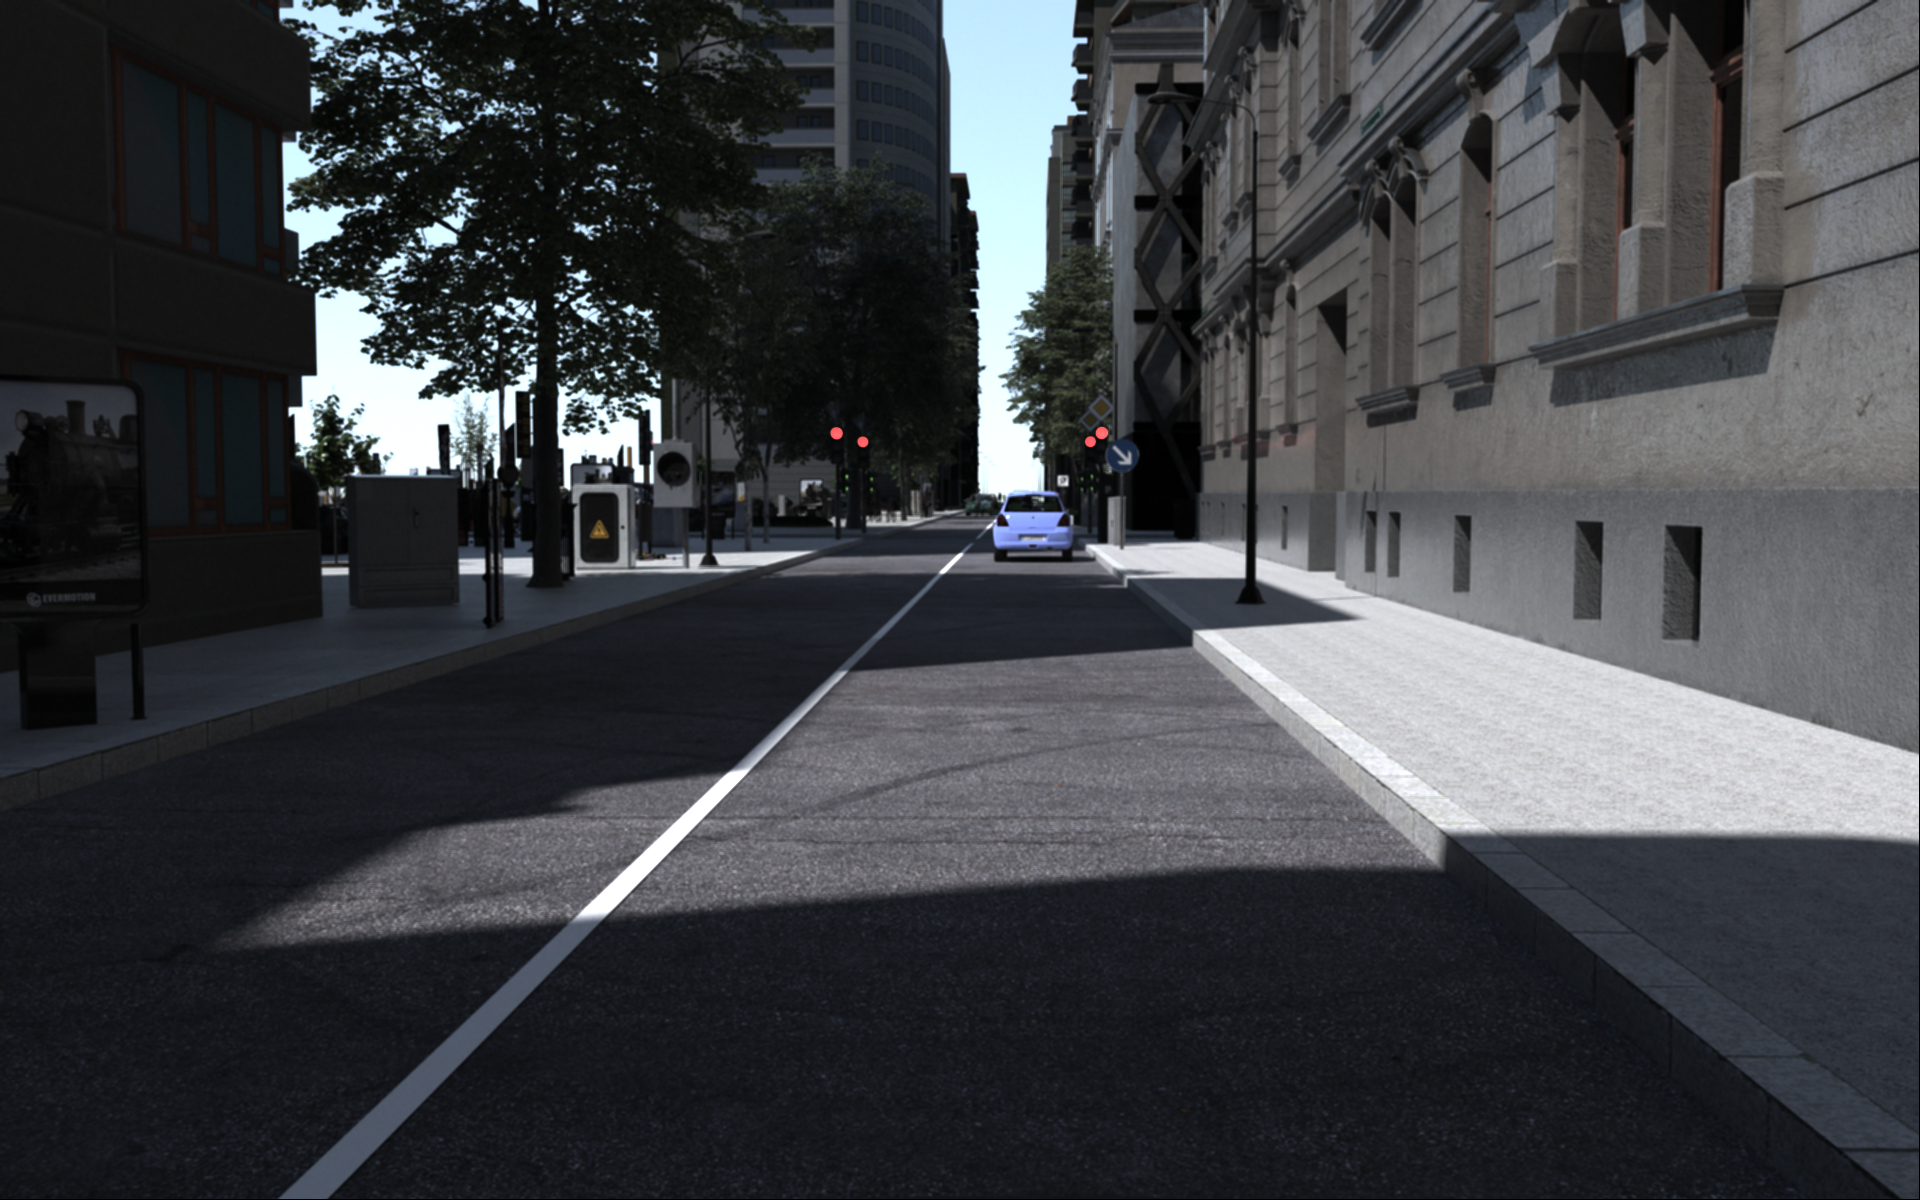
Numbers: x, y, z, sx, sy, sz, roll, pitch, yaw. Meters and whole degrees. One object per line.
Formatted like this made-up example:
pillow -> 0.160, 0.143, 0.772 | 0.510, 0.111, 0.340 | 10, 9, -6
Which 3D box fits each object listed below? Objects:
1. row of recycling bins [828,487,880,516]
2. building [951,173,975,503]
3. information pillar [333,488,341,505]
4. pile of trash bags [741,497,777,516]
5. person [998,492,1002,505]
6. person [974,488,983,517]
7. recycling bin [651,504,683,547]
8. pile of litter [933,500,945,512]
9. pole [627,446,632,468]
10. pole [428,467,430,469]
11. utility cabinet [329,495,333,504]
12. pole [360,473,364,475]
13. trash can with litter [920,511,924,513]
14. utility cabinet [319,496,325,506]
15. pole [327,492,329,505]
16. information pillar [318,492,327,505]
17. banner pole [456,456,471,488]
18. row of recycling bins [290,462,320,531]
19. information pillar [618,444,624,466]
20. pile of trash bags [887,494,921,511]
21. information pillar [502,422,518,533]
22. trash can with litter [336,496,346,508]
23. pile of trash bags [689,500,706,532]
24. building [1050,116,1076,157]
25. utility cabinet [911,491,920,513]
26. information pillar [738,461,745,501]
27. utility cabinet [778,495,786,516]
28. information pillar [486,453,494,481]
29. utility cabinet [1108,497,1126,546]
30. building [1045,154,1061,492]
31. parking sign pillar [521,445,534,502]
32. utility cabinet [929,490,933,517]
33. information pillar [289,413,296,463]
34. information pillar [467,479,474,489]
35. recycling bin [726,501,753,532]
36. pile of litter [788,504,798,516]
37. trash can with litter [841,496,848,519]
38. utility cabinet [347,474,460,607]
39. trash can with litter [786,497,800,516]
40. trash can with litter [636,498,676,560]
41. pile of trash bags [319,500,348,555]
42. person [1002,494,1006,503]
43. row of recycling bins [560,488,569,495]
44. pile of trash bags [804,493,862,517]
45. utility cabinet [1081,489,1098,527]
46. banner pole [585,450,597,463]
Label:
row of recycling bins -> -6.232, -5.806, 102.045 | 3.534, 1.692, 1.069 | -3, 4, -37
building -> -9.794, -35.233, 230.678 | 22.147, 44.769, 28.867 | 0, 4, 2
information pillar -> -36.602, -6.750, 101.710 | 0.183, 3.616, 0.504 | 3, 4, 39
pile of trash bags -> -12.478, -5.576, 100.919 | 3.447, 1.369, 1.912 | -2, 4, -33
person -> 5.348, -13.606, 231.876 | 0.541, 1.710, 0.530 | -1, 4, -16
person -> 1.178, -6.077, 108.092 | 0.641, 1.798, 0.478 | 0, 4, -5
recycling bin -> -7.156, -1.809, 42.124 | 0.722, 1.027, 0.722 | 1, 4, 9
pile of litter -> -1.836, -6.903, 126.830 | 1.719, 0.858, 1.176 | -2, 4, -24
pole -> -14.146, -4.916, 74.213 | 0.158, 3.312, 0.155 | 0, 3, 0
pole -> -39.424, -8.246, 128.662 | 0.158, 3.312, 0.155 | 0, 3, 0
utility cabinet -> -47.306, -7.300, 130.521 | 1.020, 1.237, 0.306 | 2, 4, 25
pole -> -29.562, -5.616, 85.660 | 0.158, 3.312, 0.155 | 0, 3, 0
trash can with litter -> -3.084, -6.552, 118.177 | 2.233, 1.210, 1.678 | -2, 4, -24
utility cabinet -> -27.934, -3.929, 75.408 | 0.306, 1.237, 1.020 | -3, 4, -36
pole -> -39.182, -6.930, 107.148 | 0.158, 3.312, 0.155 | 0, 3, 0
information pillar -> -34.290, -6.218, 93.025 | 0.504, 3.616, 0.183 | -1, 4, -9
banner pole -> -32.308, -7.536, 113.226 | 0.863, 3.779, 0.401 | 1, 4, 17
row of recycling bins -> -9.913, -0.908, 21.957 | 3.534, 1.692, 1.069 | 0, 4, -3
information pillar -> -15.829, -5.480, 80.952 | 0.183, 3.616, 0.504 | 1, 4, 11
pile of trash bags -> -3.911, -7.310, 129.272 | 3.447, 1.369, 1.912 | 2, 4, 30
information pillar -> -14.692, -3.981, 56.438 | 0.504, 3.616, 0.183 | -3, 5, -44
trash can with litter -> -28.764, -4.215, 79.979 | 2.233, 1.210, 1.678 | 2, 4, 29
pile of trash bags -> -10.516, -3.315, 63.956 | 3.447, 1.369, 1.912 | 3, 4, 37
building -> 24.904, -44.876, 275.715 | 21.231, 58.520, 28.212 | 0, 4, 2
utility cabinet -> -3.206, -6.416, 113.579 | 1.173, 1.500, 0.318 | 1, 4, 15
information pillar -> -15.555, -8.059, 123.114 | 0.504, 3.616, 0.183 | -1, 4, -17
utility cabinet -> -8.706, -4.512, 84.927 | 0.306, 1.237, 1.020 | 0, 4, -1
information pillar -> -26.433, -6.516, 97.894 | 0.183, 3.616, 0.504 | 0, 4, 1
utility cabinet -> 3.916, -1.972, 43.411 | 0.306, 1.237, 1.020 | 0, 4, -4
building -> 22.518, -37.480, 236.498 | 21.300, 48.544, 21.600 | 0, 4, 2
parking sign pillar -> -22.727, -6.320, 91.796 | 1.447, 3.967, 1.447 | 3, 5, 44
utility cabinet -> -1.740, -5.347, 96.106 | 0.318, 1.500, 1.173 | 1, 4, 10
information pillar -> -19.507, -3.605, 50.292 | 0.504, 3.616, 0.183 | 0, 4, 5
information pillar -> -23.452, -4.805, 83.057 | 0.304, 2.012, 0.304 | -1, 4, -22
recycling bin -> -7.515, -2.837, 58.941 | 0.722, 1.027, 0.722 | -2, 4, -27
pile of litter -> -7.667, -3.854, 76.972 | 1.176, 0.858, 1.719 | 1, 4, 10
trash can with litter -> -5.836, -4.769, 89.366 | 0.624, 1.170, 1.055 | -2, 4, -35
utility cabinet -> -6.351, -0.680, 19.794 | 1.173, 1.500, 0.318 | -3, 4, -38
trash can with litter -> -8.541, -4.680, 87.907 | 1.055, 1.170, 0.624 | -1, 4, -19
trash can with litter -> -6.394, -1.394, 33.844 | 1.678, 1.210, 2.233 | 1, 4, 10
pile of trash bags -> -13.971, -1.658, 36.865 | 1.912, 1.369, 3.447 | 3, 5, 40
person -> 6.985, -15.945, 272.457 | 1.065, 1.426, 0.557 | 3, 5, 43
row of recycling bins -> -24.392, -6.403, 111.796 | 3.534, 1.692, 1.069 | 1, 4, 19
pile of trash bags -> -7.170, -5.398, 98.007 | 3.447, 1.369, 1.912 | 0, 4, 4
utility cabinet -> 5.236, -3.556, 66.827 | 1.173, 1.500, 0.318 | 3, 4, 37
banner pole -> -20.816, -6.573, 97.486 | 0.863, 3.779, 0.401 | -2, 4, -27
